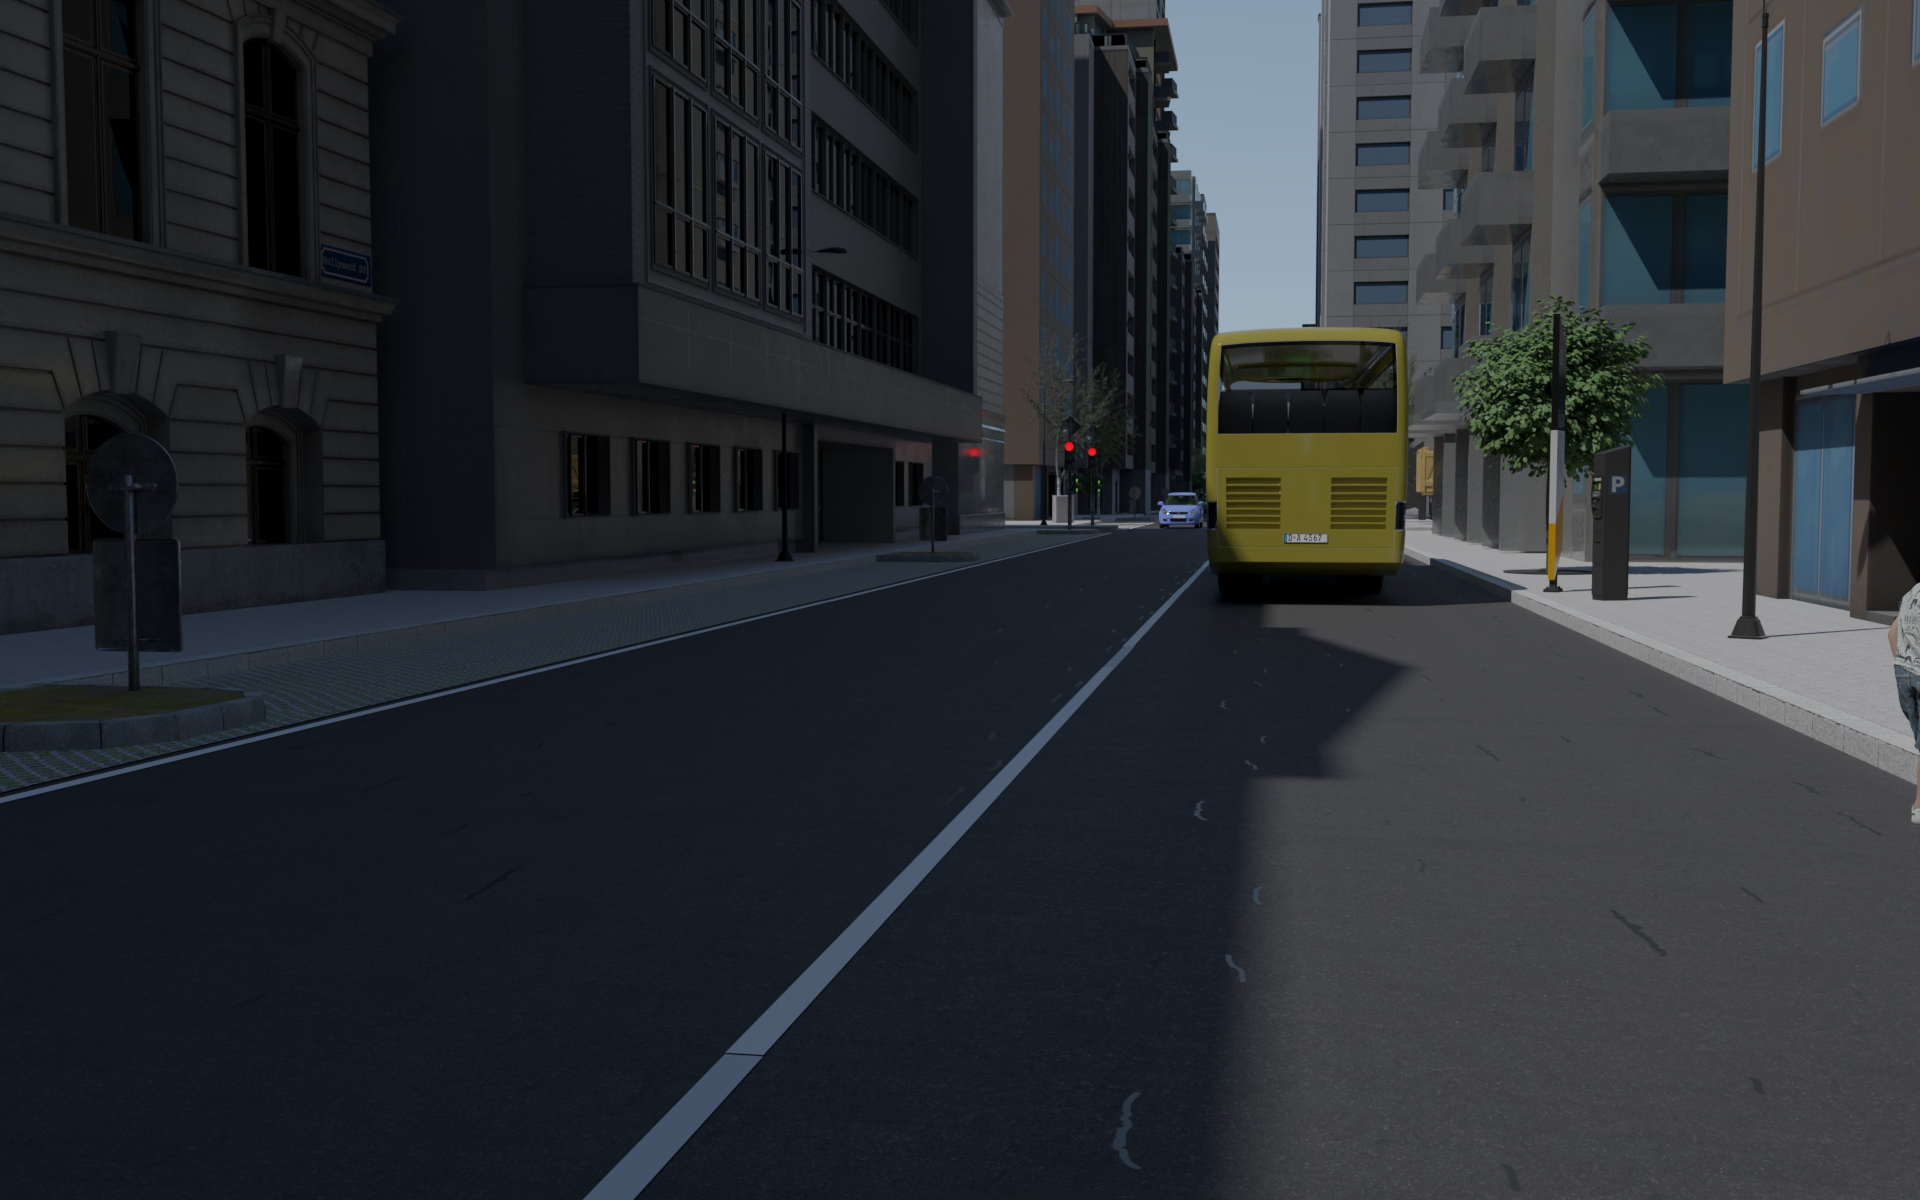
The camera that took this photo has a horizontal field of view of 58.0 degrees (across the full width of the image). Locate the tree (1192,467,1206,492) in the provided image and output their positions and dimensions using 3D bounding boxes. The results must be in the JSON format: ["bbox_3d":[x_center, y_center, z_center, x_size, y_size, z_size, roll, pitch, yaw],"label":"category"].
[{"bbox_3d":[28.438,-13.852,210.197,4.285,4.588,4.351,0,3,0],"label":"tree"}]

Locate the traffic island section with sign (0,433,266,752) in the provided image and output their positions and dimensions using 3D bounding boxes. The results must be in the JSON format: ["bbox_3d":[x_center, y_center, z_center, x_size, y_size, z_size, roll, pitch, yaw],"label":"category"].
[{"bbox_3d":[-5.412,-0.116,10.533,1.989,1.847,2.006,1,4,10],"label":"traffic island section with sign"}]

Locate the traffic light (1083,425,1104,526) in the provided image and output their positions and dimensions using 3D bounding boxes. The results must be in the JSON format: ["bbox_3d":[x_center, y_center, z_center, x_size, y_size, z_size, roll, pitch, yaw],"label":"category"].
[{"bbox_3d":[5.384,-4.963,70.064,0.839,4.253,0.868,1,4,10],"label":"traffic light"}]

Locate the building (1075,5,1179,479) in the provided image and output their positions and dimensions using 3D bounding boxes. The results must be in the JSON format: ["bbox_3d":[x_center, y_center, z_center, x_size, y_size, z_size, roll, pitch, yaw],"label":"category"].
[{"bbox_3d":[8.546,-30.908,159.973,22.147,44.769,28.867,1,4,10],"label":"building"}]

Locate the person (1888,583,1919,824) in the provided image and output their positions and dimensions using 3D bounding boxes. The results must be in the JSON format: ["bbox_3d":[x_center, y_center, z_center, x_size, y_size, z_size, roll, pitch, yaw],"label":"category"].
[{"bbox_3d":[4.254,0.343,7.572,0.352,1.250,0.332,2,4,26],"label":"person"}]

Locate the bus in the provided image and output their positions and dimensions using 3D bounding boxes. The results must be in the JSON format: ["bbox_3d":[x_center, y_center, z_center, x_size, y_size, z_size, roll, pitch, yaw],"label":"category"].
[{"bbox_3d":[5.452,-2.228,27.981,2.896,3.916,12.252,1,4,10],"label":"bus"}]

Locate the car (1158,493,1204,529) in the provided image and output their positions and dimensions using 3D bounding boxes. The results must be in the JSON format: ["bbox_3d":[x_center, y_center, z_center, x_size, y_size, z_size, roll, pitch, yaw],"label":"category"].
[{"bbox_3d":[9.378,-3.896,73.295,1.945,1.707,3.694,1,4,11],"label":"car"}]

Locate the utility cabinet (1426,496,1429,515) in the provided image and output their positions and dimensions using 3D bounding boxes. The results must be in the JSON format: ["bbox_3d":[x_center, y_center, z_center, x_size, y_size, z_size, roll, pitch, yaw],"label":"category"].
[{"bbox_3d":[24.157,-5.023,90.812,0.318,1.500,1.173,3,5,43],"label":"utility cabinet"}]

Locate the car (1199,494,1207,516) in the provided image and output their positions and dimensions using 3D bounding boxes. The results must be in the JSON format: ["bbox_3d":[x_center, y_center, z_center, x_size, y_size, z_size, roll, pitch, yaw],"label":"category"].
[{"bbox_3d":[16.235,-6.233,110.712,1.959,1.807,4.718,1,4,10],"label":"car"}]

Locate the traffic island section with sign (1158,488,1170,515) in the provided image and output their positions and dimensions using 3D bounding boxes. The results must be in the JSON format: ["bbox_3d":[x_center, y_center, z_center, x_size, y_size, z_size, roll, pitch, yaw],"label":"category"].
[{"bbox_3d":[14.195,-6.766,119.255,1.989,1.847,2.006,1,4,10],"label":"traffic island section with sign"}]

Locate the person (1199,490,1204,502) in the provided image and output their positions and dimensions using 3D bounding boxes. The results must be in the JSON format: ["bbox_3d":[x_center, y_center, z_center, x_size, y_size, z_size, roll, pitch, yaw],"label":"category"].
[{"bbox_3d":[24.356,-10.252,175.745,1.348,1.869,0.705,1,4,13],"label":"person"}]

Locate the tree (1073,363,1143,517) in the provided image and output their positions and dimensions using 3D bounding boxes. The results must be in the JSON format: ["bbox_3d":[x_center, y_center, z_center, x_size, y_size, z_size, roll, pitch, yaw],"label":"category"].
[{"bbox_3d":[8.050,-9.069,98.636,4.737,8.622,4.395,0,3,0],"label":"tree"}]

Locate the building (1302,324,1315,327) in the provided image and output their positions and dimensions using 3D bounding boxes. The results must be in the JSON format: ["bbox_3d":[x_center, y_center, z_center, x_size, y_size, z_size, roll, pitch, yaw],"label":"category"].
[{"bbox_3d":[64.281,-31.754,290.874,14.160,30.474,14.107,1,4,10],"label":"building"}]

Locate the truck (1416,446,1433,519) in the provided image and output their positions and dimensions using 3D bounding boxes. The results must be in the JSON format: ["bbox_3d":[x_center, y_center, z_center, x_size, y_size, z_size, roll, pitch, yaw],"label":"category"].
[{"bbox_3d":[21.663,-4.093,62.840,9.791,3.379,3.469,1,4,12],"label":"truck"}]

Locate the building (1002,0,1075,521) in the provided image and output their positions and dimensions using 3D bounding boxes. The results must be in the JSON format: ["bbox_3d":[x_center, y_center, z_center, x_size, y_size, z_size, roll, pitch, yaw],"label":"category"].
[{"bbox_3d":[-1.805,-26.837,88.891,14.600,45.320,14.200,1,4,10],"label":"building"}]

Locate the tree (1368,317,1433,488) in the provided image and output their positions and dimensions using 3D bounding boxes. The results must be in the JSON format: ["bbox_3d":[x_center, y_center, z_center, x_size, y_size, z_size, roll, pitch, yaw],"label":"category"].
[{"bbox_3d":[17.953,-7.447,72.124,4.360,8.622,3.978,0,3,0],"label":"tree"}]

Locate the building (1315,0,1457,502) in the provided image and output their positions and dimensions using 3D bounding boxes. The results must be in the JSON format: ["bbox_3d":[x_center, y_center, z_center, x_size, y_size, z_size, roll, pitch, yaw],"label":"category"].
[{"bbox_3d":[51.756,-40.227,199.705,21.231,58.520,28.212,1,4,10],"label":"building"}]

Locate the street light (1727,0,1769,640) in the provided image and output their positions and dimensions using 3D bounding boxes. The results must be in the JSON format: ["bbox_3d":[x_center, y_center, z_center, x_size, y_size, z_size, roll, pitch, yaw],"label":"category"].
[{"bbox_3d":[6.488,-2.618,15.349,1.470,5.913,1.316,1,4,10],"label":"street light"}]

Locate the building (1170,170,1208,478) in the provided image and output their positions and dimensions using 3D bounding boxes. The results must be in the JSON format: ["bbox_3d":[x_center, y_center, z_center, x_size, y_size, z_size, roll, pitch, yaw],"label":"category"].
[{"bbox_3d":[25.135,-38.995,257.171,23.786,49.044,30.456,1,4,10],"label":"building"}]

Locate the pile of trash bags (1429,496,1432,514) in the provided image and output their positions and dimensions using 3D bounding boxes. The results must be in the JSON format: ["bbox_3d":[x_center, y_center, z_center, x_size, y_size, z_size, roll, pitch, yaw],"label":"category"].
[{"bbox_3d":[28.082,-5.877,105.835,3.447,1.369,1.912,2,4,32],"label":"pile of trash bags"}]

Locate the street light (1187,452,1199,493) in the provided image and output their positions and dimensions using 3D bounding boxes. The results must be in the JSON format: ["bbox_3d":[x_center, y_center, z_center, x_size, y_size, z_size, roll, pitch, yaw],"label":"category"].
[{"bbox_3d":[25.445,-13.279,189.649,1.470,5.913,1.316,1,4,10],"label":"street light"}]

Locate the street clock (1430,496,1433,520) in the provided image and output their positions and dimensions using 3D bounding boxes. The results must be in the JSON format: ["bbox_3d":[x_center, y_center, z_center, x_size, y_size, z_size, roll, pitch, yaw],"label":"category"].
[{"bbox_3d":[23.451,-4.978,85.953,0.358,2.002,0.471,3,5,42],"label":"street clock"}]

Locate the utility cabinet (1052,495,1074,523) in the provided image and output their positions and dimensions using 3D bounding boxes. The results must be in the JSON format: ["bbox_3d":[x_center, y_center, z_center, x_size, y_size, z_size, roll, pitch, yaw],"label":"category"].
[{"bbox_3d":[4.593,-4.026,76.990,1.020,1.237,0.306,-3,4,-36],"label":"utility cabinet"}]

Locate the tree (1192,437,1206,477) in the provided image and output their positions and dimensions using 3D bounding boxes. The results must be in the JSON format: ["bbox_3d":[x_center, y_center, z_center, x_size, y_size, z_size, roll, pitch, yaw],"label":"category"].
[{"bbox_3d":[29.992,-16.357,217.797,4.360,8.622,3.978,0,3,0],"label":"tree"}]

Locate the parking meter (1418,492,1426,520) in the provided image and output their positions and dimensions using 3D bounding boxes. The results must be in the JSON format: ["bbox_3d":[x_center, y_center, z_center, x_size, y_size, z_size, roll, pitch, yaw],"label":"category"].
[{"bbox_3d":[22.681,-4.852,85.034,0.399,1.863,0.255,0,4,6],"label":"parking meter"}]

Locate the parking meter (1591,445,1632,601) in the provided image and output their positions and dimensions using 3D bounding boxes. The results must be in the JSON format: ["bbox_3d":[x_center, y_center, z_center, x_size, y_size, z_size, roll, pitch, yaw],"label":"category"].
[{"bbox_3d":[7.839,-0.927,20.875,0.399,1.863,0.255,0,4,-8],"label":"parking meter"}]

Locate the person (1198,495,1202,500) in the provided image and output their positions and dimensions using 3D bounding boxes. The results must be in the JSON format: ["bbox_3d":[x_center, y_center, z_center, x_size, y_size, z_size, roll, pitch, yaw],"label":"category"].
[{"bbox_3d":[23.727,-10.049,173.360,0.990,1.755,0.434,0,4,0],"label":"person"}]

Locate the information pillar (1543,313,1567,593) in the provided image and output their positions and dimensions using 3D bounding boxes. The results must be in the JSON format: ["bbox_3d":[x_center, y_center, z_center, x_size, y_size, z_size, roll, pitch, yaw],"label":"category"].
[{"bbox_3d":[7.821,-1.916,22.678,0.183,3.616,0.504,2,4,30],"label":"information pillar"}]

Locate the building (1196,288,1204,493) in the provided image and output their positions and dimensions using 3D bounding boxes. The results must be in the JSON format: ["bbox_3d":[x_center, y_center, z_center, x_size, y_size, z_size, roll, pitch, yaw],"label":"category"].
[{"bbox_3d":[25.599,-28.340,235.057,14.160,30.474,14.107,1,4,10],"label":"building"}]

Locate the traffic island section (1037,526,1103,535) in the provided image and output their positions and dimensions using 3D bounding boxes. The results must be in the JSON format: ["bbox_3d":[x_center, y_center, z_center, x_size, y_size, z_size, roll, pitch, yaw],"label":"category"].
[{"bbox_3d":[3.929,-2.451,62.347,2.009,0.180,2.903,1,4,10],"label":"traffic island section"}]

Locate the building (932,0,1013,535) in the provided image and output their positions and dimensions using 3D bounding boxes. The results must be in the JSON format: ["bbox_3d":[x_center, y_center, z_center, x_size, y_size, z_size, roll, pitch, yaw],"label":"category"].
[{"bbox_3d":[-7.956,-12.867,59.533,18.267,20.994,9.793,1,4,10],"label":"building"}]

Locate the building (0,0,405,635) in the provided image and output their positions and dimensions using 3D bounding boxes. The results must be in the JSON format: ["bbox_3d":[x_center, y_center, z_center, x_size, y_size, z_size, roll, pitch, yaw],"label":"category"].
[{"bbox_3d":[-15.543,-11.437,6.072,14.460,24.649,34.723,1,4,10],"label":"building"}]

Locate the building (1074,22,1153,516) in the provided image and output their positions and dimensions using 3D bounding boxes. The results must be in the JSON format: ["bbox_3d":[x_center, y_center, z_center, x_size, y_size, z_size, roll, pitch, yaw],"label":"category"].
[{"bbox_3d":[4.752,-20.730,110.634,14.160,30.474,14.107,1,4,10],"label":"building"}]

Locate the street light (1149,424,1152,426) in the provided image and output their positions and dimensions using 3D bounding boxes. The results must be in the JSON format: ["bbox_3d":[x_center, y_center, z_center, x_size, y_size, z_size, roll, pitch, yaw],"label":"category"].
[{"bbox_3d":[12.001,-8.713,114.993,1.470,5.913,1.316,1,4,10],"label":"street light"}]

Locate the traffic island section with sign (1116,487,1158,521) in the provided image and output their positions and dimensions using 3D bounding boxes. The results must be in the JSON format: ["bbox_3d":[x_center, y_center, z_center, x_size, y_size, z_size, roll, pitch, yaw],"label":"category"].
[{"bbox_3d":[9.410,-5.144,92.726,1.989,1.847,2.006,1,4,10],"label":"traffic island section with sign"}]

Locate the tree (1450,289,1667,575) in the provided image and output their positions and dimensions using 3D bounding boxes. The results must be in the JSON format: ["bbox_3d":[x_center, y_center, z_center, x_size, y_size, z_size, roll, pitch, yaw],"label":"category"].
[{"bbox_3d":[9.654,-2.709,28.009,4.285,4.588,4.351,0,3,0],"label":"tree"}]

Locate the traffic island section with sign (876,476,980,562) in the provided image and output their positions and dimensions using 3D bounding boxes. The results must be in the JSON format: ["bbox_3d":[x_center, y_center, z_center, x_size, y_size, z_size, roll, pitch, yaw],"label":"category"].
[{"bbox_3d":[-0.618,-1.742,37.105,1.989,1.847,2.006,1,4,10],"label":"traffic island section with sign"}]

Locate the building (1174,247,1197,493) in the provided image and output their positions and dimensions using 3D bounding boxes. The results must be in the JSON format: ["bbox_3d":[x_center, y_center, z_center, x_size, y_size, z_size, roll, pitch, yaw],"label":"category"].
[{"bbox_3d":[19.660,-26.272,201.246,14.160,30.474,14.107,1,4,10],"label":"building"}]

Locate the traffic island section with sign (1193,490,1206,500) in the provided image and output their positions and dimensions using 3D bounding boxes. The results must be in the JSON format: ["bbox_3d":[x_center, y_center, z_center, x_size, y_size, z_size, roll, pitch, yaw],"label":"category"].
[{"bbox_3d":[23.017,-9.757,168.147,1.989,1.847,2.006,1,4,10],"label":"traffic island section with sign"}]

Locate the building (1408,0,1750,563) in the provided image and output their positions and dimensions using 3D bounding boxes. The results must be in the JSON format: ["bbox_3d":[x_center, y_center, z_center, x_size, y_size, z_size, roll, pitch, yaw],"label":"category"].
[{"bbox_3d":[23.469,-25.846,42.195,23.786,49.044,30.456,1,4,10],"label":"building"}]

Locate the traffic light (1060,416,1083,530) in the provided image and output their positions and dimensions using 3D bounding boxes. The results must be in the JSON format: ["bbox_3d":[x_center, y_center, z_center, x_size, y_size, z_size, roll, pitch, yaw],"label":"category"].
[{"bbox_3d":[3.967,-4.482,62.205,0.839,4.253,0.868,1,4,10],"label":"traffic light"}]

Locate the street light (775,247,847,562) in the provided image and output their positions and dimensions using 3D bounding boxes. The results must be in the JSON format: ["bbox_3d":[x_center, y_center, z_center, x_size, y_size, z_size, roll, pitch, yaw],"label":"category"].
[{"bbox_3d":[-2.810,-3.684,32.767,1.470,5.913,1.316,1,4,10],"label":"street light"}]

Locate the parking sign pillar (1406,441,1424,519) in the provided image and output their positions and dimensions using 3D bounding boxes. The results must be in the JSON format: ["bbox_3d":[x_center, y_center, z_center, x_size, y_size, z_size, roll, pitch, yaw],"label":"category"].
[{"bbox_3d":[22.955,-6.103,88.253,1.447,3.967,1.447,1,4,22],"label":"parking sign pillar"}]

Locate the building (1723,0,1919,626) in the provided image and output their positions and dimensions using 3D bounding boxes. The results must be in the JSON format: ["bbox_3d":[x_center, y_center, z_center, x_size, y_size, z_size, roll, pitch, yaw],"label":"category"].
[{"bbox_3d":[15.408,-22.195,12.999,14.600,45.320,14.200,1,4,10],"label":"building"}]

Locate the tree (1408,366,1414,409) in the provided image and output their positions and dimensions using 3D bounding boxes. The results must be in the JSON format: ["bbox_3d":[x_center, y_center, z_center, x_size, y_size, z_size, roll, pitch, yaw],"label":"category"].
[{"bbox_3d":[18.547,-7.815,78.130,4.737,8.622,4.395,0,3,0],"label":"tree"}]

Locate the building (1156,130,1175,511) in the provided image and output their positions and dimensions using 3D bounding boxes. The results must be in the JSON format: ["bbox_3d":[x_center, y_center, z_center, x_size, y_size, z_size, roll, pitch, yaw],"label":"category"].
[{"bbox_3d":[8.701,-22.090,132.880,14.160,30.474,14.107,1,4,10],"label":"building"}]

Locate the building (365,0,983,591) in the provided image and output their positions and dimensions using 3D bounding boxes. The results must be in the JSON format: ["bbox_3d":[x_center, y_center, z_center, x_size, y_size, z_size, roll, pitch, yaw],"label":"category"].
[{"bbox_3d":[-8.876,-13.374,37.724,14.314,24.678,30.058,1,4,10],"label":"building"}]

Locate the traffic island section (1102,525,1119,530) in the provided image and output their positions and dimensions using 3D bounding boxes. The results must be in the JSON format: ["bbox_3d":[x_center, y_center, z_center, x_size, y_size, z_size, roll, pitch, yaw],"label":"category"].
[{"bbox_3d":[5.346,-2.931,70.206,2.009,0.180,2.903,1,4,10],"label":"traffic island section"}]

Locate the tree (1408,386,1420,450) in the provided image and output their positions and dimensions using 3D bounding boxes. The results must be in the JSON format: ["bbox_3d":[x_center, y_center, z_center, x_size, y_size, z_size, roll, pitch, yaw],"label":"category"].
[{"bbox_3d":[24.565,-10.419,104.759,7.601,10.594,8.767,2,4,35],"label":"tree"}]

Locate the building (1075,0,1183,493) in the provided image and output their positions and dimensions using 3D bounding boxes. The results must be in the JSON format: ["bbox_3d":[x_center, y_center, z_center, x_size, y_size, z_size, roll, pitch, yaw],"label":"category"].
[{"bbox_3d":[13.331,-45.583,183.529,20.563,71.187,20.611,1,4,10],"label":"building"}]

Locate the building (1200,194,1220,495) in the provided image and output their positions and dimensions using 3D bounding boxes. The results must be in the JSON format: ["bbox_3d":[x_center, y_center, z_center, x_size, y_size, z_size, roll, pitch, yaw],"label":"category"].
[{"bbox_3d":[31.126,-40.311,282.789,21.300,48.544,21.600,1,4,10],"label":"building"}]

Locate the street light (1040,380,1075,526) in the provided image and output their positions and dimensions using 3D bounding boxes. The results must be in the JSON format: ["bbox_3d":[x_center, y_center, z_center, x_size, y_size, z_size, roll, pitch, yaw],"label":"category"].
[{"bbox_3d":[3.962,-5.996,70.570,1.470,5.913,1.316,1,4,10],"label":"street light"}]

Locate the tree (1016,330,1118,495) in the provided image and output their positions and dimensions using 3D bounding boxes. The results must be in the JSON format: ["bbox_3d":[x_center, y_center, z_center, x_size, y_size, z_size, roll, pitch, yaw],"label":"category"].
[{"bbox_3d":[4.700,-7.811,78.066,4.360,8.622,3.978,0,3,0],"label":"tree"}]

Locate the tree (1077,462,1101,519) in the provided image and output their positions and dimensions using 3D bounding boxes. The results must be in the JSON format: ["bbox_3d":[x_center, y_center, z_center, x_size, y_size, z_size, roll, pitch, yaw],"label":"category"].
[{"bbox_3d":[6.947,-5.870,90.568,1.663,3.219,1.824,0,3,0],"label":"tree"}]
